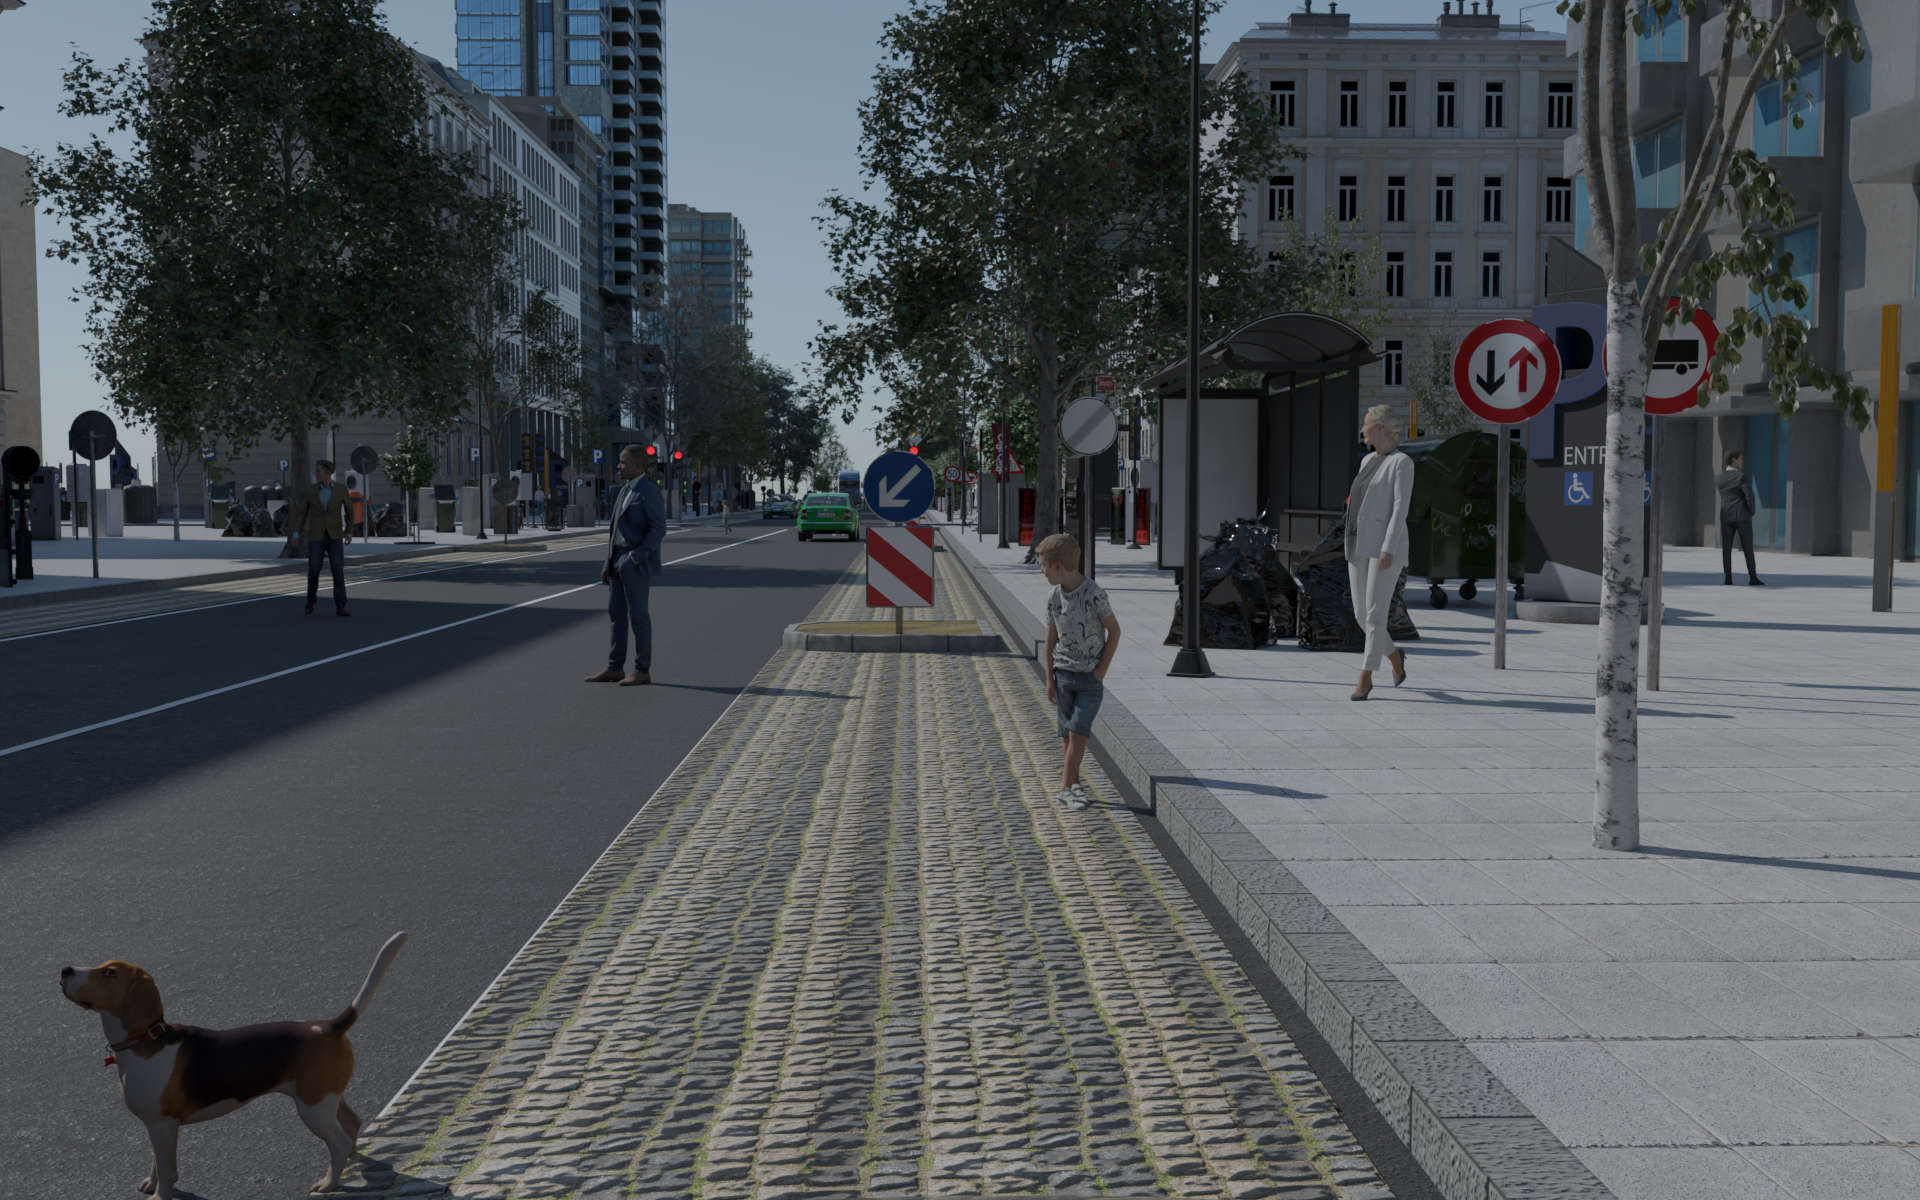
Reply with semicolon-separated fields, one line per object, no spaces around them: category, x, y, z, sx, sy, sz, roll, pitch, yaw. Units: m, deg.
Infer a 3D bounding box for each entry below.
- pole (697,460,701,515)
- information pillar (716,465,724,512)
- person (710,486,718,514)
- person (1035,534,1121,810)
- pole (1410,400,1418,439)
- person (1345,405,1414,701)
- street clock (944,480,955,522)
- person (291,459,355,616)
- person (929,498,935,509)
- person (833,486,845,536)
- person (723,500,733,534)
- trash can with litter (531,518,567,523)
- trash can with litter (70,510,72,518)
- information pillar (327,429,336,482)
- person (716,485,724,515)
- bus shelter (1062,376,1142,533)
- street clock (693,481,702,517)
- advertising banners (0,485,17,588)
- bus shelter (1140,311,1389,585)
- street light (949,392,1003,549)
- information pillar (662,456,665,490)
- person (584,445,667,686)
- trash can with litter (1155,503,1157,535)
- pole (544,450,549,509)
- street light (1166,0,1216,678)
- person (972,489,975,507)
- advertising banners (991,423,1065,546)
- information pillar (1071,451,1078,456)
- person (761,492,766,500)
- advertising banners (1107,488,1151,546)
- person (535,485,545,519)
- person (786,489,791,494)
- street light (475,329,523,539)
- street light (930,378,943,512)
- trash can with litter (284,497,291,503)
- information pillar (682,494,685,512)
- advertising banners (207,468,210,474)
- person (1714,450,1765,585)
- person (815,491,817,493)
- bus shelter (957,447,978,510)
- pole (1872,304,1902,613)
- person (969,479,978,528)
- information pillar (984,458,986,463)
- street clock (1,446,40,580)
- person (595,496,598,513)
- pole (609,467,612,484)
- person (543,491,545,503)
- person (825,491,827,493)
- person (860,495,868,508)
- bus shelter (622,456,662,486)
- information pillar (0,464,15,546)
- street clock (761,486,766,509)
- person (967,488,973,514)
pole;-15.787;-6.771;104.553;0.158;3.312;0.155;0;3;0
information pillar;-17.219;-8.129;124.261;0.504;3.616;0.183;-1;4;-23
person;-15.514;-6.299;109.383;0.694;1.780;0.624;2;4;24
person;0.536;0.321;7.929;0.352;1.250;0.332;-1;4;-21
pole;9.853;-2.681;37.672;0.158;3.312;0.155;0;3;0
person;2.690;-0.309;10.979;0.818;1.842;0.514;-3;5;-43
street clock;-0.478;-4.610;79.949;0.471;2.002;0.358;3;5;40
person;-7.532;-0.738;20.475;0.836;1.842;0.656;3;5;43
person;-2.403;-8.415;148.636;0.505;1.210;0.382;-3;5;-42
person;-4.297;-3.074;59.768;0.512;1.701;0.522;-3;5;-45
person;-8.285;-2.945;61.672;0.382;1.210;0.505;0;4;3
trash can with litter;-18.085;-4.063;77.481;1.678;1.210;2.233;-2;4;-34
trash can with litter;-49.004;-5.145;95.170;2.233;1.210;1.678;0;4;5
information pillar;-21.511;-4.156;59.308;0.183;3.616;0.504;-3;5;-44
person;-15.039;-6.249;108.229;0.620;1.820;0.660;1;4;23
bus shelter;4.290;-4.803;56.162;2.179;5.291;8.768;0;4;-2
street clock;-14.773;-5.679;97.418;0.471;2.002;0.358;-1;4;-12
advertising banners;-13.720;-1.720;24.310;2.074;3.025;0.090;3;5;42
bus shelter;3.652;-1.715;21.959;2.014;3.302;5.546;0;4;-2
street light;0.488;-4.164;40.623;1.470;5.913;1.316;0;4;-2
information pillar;-18.138;-7.009;105.952;0.183;3.616;0.504;-1;4;-13
person;-2.481;-0.269;13.075;0.721;1.800;0.419;3;5;44
trash can with litter;6.166;-2.669;55.028;0.624;1.170;1.055;0;4;-3
pole;-19.083;-5.271;80.019;0.158;3.312;0.155;0;3;0
street light;1.089;-2.416;12.048;1.470;5.913;1.316;0;4;-2
person;1.399;-10.009;169.696;1.348;1.822;0.705;-3;5;-39
advertising banners;1.672;-2.821;42.308;2.074;3.025;0.090;2;4;29
information pillar;2.971;-3.122;42.405;0.504;3.616;0.183;1;4;11
person;-31.432;-16.602;278.208;1.217;1.736;0.721;0;4;-4
advertising banners;4.528;-2.873;43.166;2.074;3.025;0.090;3;5;42
person;-21.903;-5.129;90.580;0.731;1.740;0.598;0;4;-4
person;-13.116;-7.575;132.445;0.850;1.850;0.679;0;4;1
street light;-13.035;-4.676;48.999;1.470;5.913;1.316;0;4;-2
street light;-0.373;-5.869;68.492;1.470;5.913;1.316;0;4;-2
trash can with litter;-23.621;-3.017;60.382;2.233;1.210;1.678;0;4;0
information pillar;-19.958;-7.370;124.993;0.304;2.012;0.304;-1;4;-15
advertising banners;-36.347;-5.392;84.343;0.090;3.025;2.074;0;4;-5
person;10.998;-1.166;24.477;0.474;1.900;0.648;-3;5;-39
person;-15.023;-10.541;181.670;1.217;1.723;0.721;3;5;41
bus shelter;0.514;-10.289;145.855;2.179;5.291;8.768;0;4;-2
pole;10.040;-1.524;18.757;0.158;3.312;0.155;0;3;0
person;0.633;-3.507;63.254;0.818;1.842;0.514;-1;4;-20
information pillar;1.465;-6.462;97.013;0.183;3.616;0.504;-2;4;-25
street clock;-14.068;-1.310;25.987;0.358;2.002;0.471;3;4;37
person;-22.250;-5.747;105.503;1.012;1.151;0.738;1;4;11
pole;-25.882;-8.228;128.371;0.158;3.312;0.155;0;3;0
person;-29.240;-7.093;122.198;0.709;1.800;0.728;0;4;-3
person;-14.967;-11.346;193.952;1.348;1.831;0.705;0;4;-5
person;-9.424;-10.085;173.409;1.348;1.822;0.705;0;4;5
bus shelter;-19.631;-7.099;107.354;1.731;3.624;6.357;0;4;-2
information pillar;-23.544;-2.337;42.696;0.304;2.012;0.304;2;4;34
street clock;-17.172;-8.976;151.332;0.358;2.002;0.471;3;5;41
person;0.614;-6.367;110.028;0.514;1.842;0.818;3;5;40
